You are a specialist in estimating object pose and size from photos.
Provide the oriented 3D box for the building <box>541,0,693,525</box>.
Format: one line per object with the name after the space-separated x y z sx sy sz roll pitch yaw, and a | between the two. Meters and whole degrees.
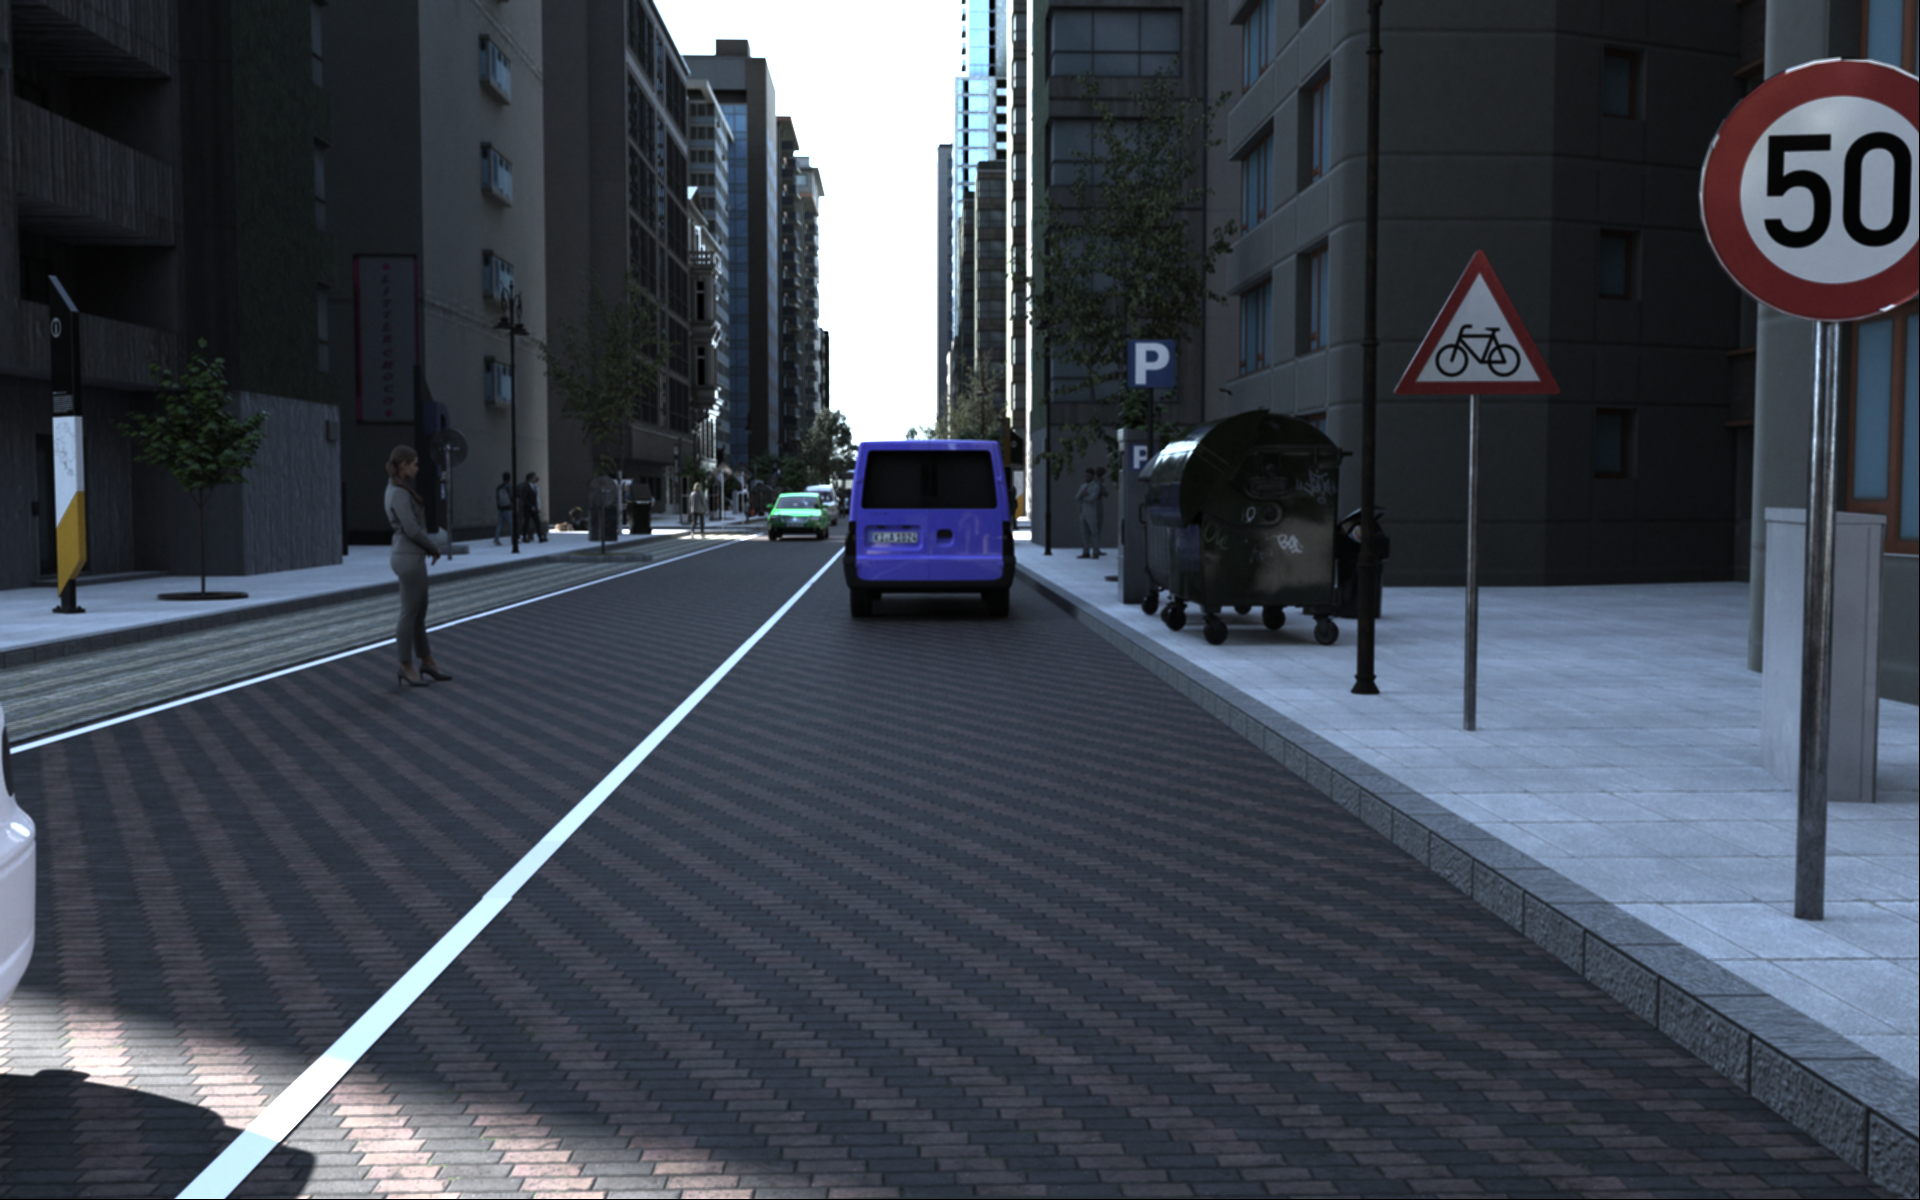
-21.351 -17.710 83.059 14.314 27.812 24.014 0 4 -2 | building

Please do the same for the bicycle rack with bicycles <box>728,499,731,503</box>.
-17.579 -7.639 138.283 2.852 0.926 2.925 -2 4 -35 | bicycle rack with bicycles

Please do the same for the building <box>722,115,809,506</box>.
-29.435 -33.131 196.316 22.147 44.769 28.867 0 4 -2 | building

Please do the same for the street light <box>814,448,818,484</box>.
-14.349 -12.156 171.546 0.468 5.910 1.993 0 4 -2 | street light

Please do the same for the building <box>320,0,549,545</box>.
-23.962 -25.822 45.889 21.600 48.544 21.300 0 4 -2 | building

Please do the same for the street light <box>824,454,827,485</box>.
-15.288 -13.698 196.748 0.468 5.910 1.993 0 4 -2 | street light

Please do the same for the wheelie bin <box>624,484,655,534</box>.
-10.295 -2.907 55.446 0.980 1.594 0.693 -2 4 -31 | wheelie bin

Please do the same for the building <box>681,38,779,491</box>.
-25.829 -32.098 174.920 14.600 45.320 14.200 0 4 -2 | building

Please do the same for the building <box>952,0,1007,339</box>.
7.871 -57.862 258.714 22.319 86.520 31.000 0 4 -2 | building

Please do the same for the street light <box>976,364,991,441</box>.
0.821 -5.428 61.535 0.468 5.910 1.993 0 4 -2 | street light

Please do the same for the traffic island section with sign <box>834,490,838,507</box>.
-13.274 -11.497 196.606 1.989 1.847 2.006 0 4 -2 | traffic island section with sign

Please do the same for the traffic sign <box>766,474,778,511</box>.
-12.198 -6.861 112.290 0.768 2.556 0.104 0 4 2 | traffic sign

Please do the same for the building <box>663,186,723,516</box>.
-22.866 -17.949 112.547 14.460 24.649 34.723 0 4 -2 | building

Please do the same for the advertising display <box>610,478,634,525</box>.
-13.878 -4.031 71.115 0.974 1.923 0.123 0 4 5 | advertising display

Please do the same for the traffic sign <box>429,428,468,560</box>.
-9.909 -2.046 33.561 0.768 2.556 0.104 0 4 4 | traffic sign

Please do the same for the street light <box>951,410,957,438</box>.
-0.274 -7.387 93.571 0.468 5.910 1.993 0 4 -2 | street light

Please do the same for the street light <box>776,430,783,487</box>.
-12.654 -9.126 122.003 0.468 5.910 1.993 0 4 -2 | street light

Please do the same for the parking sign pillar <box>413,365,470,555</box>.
-11.233 -2.962 36.908 1.447 3.967 1.447 0 4 -3 | parking sign pillar

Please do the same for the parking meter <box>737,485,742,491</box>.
-14.450 -6.619 113.938 0.399 1.863 0.255 -2 4 -25 | parking meter

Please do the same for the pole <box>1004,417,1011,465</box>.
1.254 -3.193 46.045 0.158 3.312 0.155 0 3 0 | pole

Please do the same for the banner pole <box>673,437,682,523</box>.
-12.384 -5.264 76.079 0.401 3.779 0.863 1 4 19 | banner pole

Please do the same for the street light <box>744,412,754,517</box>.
-11.680 -7.539 96.058 0.468 5.910 1.993 0 4 -2 | street light

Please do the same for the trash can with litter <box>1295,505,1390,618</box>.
3.967 -0.413 18.137 0.624 1.170 1.055 -3 4 -38 | trash can with litter

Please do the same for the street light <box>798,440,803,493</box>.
-13.481 -10.615 146.341 0.468 5.910 1.993 0 4 -2 | street light

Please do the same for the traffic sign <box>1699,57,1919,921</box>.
2.572 -0.310 5.168 0.768 2.556 0.104 0 4 7 | traffic sign

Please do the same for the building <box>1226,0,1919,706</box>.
19.338 -10.595 18.274 27.650 21.520 28.899 0 4 -2 | building

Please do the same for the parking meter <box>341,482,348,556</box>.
-12.995 -1.698 36.178 0.372 1.533 0.369 0 3 0 | parking meter

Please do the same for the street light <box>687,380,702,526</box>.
-10.778 -5.970 70.404 0.468 5.910 1.993 0 4 -2 | street light

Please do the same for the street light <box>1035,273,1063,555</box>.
1.856 -3.887 36.336 0.468 5.910 1.993 0 4 -2 | street light

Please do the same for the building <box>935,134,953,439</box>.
6.379 -45.751 290.031 21.231 58.520 28.212 0 4 -2 | building

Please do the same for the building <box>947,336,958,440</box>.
12.718 -21.982 204.449 27.650 21.520 28.899 0 4 -2 | building

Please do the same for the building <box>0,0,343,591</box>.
-18.110 -15.418 23.785 14.160 30.474 14.107 0 4 -2 | building

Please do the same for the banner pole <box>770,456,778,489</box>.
-12.397 -7.649 115.081 0.863 3.779 0.401 2 4 35 | banner pole

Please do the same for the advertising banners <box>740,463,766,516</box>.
-11.908 -6.313 99.406 0.090 3.025 2.074 3 4 37 | advertising banners

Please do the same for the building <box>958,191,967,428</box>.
7.072 -24.205 167.456 14.160 30.474 14.107 0 4 -2 | building

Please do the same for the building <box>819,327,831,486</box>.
-29.258 -31.935 293.845 14.160 30.474 14.107 0 4 -2 | building

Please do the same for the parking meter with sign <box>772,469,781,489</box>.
-12.902 -7.568 120.001 0.543 3.016 1.738 -1 4 -21 | parking meter with sign

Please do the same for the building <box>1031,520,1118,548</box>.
8.841 -22.212 46.757 14.154 41.232 14.086 0 4 -2 | building

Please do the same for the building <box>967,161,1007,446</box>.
8.217 -23.323 153.024 14.160 30.474 14.107 0 4 -2 | building

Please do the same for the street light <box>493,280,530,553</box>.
-9.696 -3.964 37.605 0.468 5.910 1.993 0 4 -2 | street light

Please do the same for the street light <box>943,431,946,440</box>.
-1.088 -8.929 118.778 0.468 5.910 1.993 0 4 -2 | street light

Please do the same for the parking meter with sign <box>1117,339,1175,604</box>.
2.133 -1.479 20.445 0.543 3.016 1.738 0 4 -1 | parking meter with sign

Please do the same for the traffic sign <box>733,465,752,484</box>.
-8.740 -4.123 69.604 0.795 2.593 0.064 0 4 -2 | traffic sign

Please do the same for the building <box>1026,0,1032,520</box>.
14.036 -28.109 83.287 21.600 48.544 21.300 0 4 -2 | building

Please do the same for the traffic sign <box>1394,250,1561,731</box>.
2.767 -0.570 9.330 0.884 2.594 0.081 0 4 0 | traffic sign

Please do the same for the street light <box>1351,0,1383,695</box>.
2.613 -2.336 10.988 0.468 5.910 1.993 0 4 -2 | street light

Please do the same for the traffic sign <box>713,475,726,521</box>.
-11.350 -4.864 81.651 0.606 2.300 0.079 0 4 -2 | traffic sign

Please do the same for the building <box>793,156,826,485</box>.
-35.828 -41.769 272.157 28.713 52.752 27.495 0 4 -2 | building

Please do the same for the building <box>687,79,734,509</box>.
-33.713 -28.370 155.724 32.217 40.220 23.993 0 4 -2 | building

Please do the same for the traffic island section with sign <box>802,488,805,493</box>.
-10.503 -6.731 118.676 1.989 1.847 2.006 0 4 -2 | traffic island section with sign

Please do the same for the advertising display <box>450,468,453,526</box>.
-11.499 -2.039 38.556 0.123 1.923 0.974 -2 4 -32 | advertising display

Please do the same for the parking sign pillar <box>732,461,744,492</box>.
-18.385 -9.497 143.741 1.447 3.967 1.447 -3 5 -43 | parking sign pillar

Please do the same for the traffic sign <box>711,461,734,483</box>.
-8.457 -3.635 61.623 0.795 2.593 0.064 0 4 -2 | traffic sign

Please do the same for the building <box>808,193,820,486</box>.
-31.235 -36.073 244.417 22.147 44.769 28.867 0 4 -2 | building
